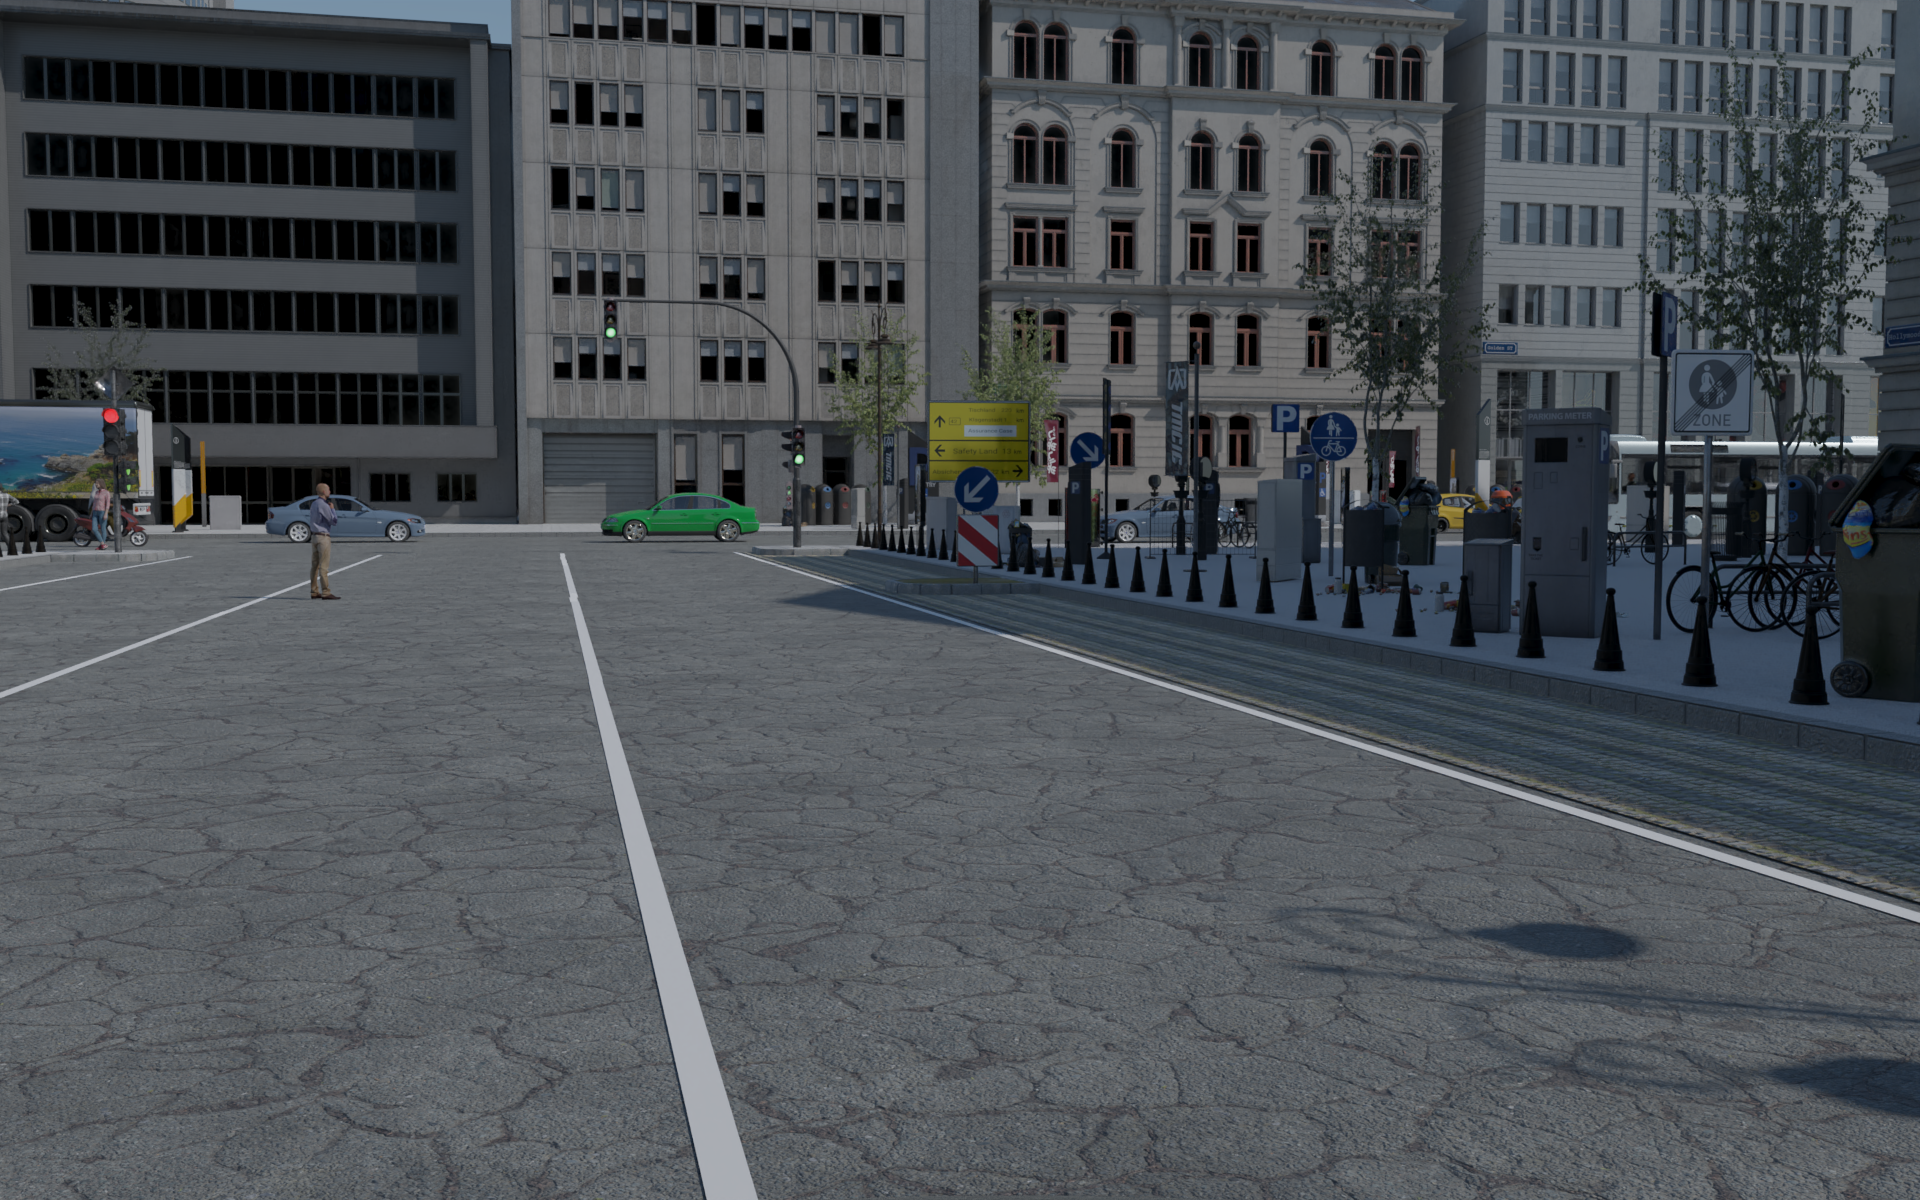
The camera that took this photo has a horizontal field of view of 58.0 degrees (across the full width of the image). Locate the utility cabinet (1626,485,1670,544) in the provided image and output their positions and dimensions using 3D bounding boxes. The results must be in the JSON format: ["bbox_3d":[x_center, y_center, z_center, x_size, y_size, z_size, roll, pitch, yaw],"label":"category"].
[{"bbox_3d":[17.690,-2.193,44.539,0.318,1.500,1.173,-1,4,-23],"label":"utility cabinet"}]

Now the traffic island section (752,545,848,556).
[{"bbox_3d":[-3.893,-1.179,41.555,2.009,0.180,2.903,-1,4,-13],"label":"traffic island section"}]

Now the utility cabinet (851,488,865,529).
[{"bbox_3d":[-3.723,-3.327,63.067,0.318,1.500,1.173,-1,4,-14],"label":"utility cabinet"}]

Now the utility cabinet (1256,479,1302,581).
[{"bbox_3d":[4.715,-1.035,25.604,0.318,1.500,1.173,2,4,29],"label":"utility cabinet"}]

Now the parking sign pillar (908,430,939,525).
[{"bbox_3d":[-1.523,-5.117,72.135,1.447,3.967,1.447,0,4,-1],"label":"parking sign pillar"}]

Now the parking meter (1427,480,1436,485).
[{"bbox_3d":[20.009,-4.152,73.600,0.255,1.863,0.399,0,4,-8],"label":"parking meter"}]

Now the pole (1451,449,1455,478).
[{"bbox_3d":[22.356,-5.185,78.626,0.158,3.312,0.155,0,3,0],"label":"pole"}]

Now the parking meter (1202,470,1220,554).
[{"bbox_3d":[5.320,-1.902,36.808,0.399,1.863,0.255,1,4,15],"label":"parking meter"}]

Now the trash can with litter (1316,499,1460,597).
[{"bbox_3d":[5.625,-0.692,22.372,2.233,1.210,1.678,0,4,2],"label":"trash can with litter"}]

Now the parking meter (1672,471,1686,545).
[{"bbox_3d":[17.925,-2.292,43.179,0.255,1.863,0.399,2,4,30],"label":"parking meter"}]

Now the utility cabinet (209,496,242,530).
[{"bbox_3d":[-26.349,-3.118,62.141,1.020,1.237,0.306,-1,4,-13],"label":"utility cabinet"}]

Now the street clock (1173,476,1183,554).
[{"bbox_3d":[4.650,-1.948,36.415,0.358,2.002,0.471,0,4,-1],"label":"street clock"}]

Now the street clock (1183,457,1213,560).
[{"bbox_3d":[4.657,-1.771,33.522,0.358,2.002,0.471,3,5,42],"label":"street clock"}]

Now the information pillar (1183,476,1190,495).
[{"bbox_3d":[9.226,-4.069,71.012,0.304,2.012,0.304,-3,4,-38],"label":"information pillar"}]

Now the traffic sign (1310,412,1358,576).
[{"bbox_3d":[5.789,-1.642,26.955,0.768,2.556,0.104,0,4,-7],"label":"traffic sign"}]

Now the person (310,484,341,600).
[{"bbox_3d":[-8.662,-0.795,23.567,0.319,1.574,0.516,-3,5,-40],"label":"person"}]

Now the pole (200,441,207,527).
[{"bbox_3d":[-29.378,-4.489,67.240,0.158,3.312,0.155,0,3,0],"label":"pole"}]

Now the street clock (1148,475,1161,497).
[{"bbox_3d":[7.214,-3.647,64.204,0.471,2.002,0.358,-3,4,-38],"label":"street clock"}]

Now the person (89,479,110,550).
[{"bbox_3d":[-21.930,-2.179,44.132,0.555,1.821,0.388,0,4,8],"label":"person"}]

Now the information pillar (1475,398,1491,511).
[{"bbox_3d":[12.773,-3.116,42.298,0.504,3.616,0.183,-3,4,-38],"label":"information pillar"}]

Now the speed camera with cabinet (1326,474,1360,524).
[{"bbox_3d":[16.013,-4.858,73.771,2.038,3.252,0.660,3,5,40],"label":"speed camera with cabinet"}]

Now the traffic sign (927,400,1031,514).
[{"bbox_3d":[0.411,-2.686,37.791,2.265,3.308,0.079,0,4,-8],"label":"traffic sign"}]

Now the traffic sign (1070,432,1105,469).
[{"bbox_3d":[2.625,-2.174,35.646,0.768,2.556,0.104,0,4,-8],"label":"traffic sign"}]

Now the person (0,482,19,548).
[{"bbox_3d":[-23.099,-1.984,41.659,0.376,1.734,0.841,2,4,31],"label":"person"}]

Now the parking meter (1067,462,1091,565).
[{"bbox_3d":[2.175,-1.582,31.576,0.255,1.863,0.399,-3,5,-45],"label":"parking meter"}]

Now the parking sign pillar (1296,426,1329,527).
[{"bbox_3d":[13.827,-4.881,68.271,1.447,3.967,1.447,-2,4,-34],"label":"parking sign pillar"}]

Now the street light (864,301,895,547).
[{"bbox_3d":[-1.933,-4.205,41.536,0.468,5.910,1.993,-1,4,-13],"label":"street light"}]

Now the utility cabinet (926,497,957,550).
[{"bbox_3d":[-0.418,-1.764,39.999,0.306,1.237,1.020,-2,4,-29],"label":"utility cabinet"}]

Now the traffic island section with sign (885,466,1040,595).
[{"bbox_3d":[-0.041,-1.027,25.417,1.989,1.847,2.006,-1,4,-13],"label":"traffic island section with sign"}]

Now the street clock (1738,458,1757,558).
[{"bbox_3d":[15.829,-1.851,34.830,0.358,2.002,0.471,3,4,38],"label":"street clock"}]

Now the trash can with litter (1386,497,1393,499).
[{"bbox_3d":[19.686,-4.092,78.285,0.624,1.170,1.055,-2,4,-35],"label":"trash can with litter"}]

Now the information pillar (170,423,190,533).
[{"bbox_3d":[-25.999,-4.052,57.602,0.183,3.616,0.504,2,4,24],"label":"information pillar"}]

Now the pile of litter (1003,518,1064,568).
[{"bbox_3d":[1.296,-1.034,30.873,1.176,0.858,1.719,0,4,-1],"label":"pile of litter"}]

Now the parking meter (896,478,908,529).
[{"bbox_3d":[-2.118,-3.548,63.720,0.399,1.863,0.255,3,4,36],"label":"parking meter"}]

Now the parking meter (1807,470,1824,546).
[{"bbox_3d":[21.119,-2.268,42.792,0.399,1.863,0.255,-3,4,-36],"label":"parking meter"}]

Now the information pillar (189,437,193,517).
[{"bbox_3d":[-26.813,-4.189,59.840,0.504,3.616,0.183,0,4,-5],"label":"information pillar"}]

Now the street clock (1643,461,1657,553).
[{"bbox_3d":[15.133,-2.039,37.912,0.358,2.002,0.471,3,5,41],"label":"street clock"}]

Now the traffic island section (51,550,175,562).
[{"bbox_3d":[-18.525,-0.966,38.077,2.009,0.180,2.903,-1,4,-13],"label":"traffic island section"}]

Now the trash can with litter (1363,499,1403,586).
[{"bbox_3d":[6.073,-0.804,24.533,0.624,1.170,1.055,0,4,-2],"label":"trash can with litter"}]

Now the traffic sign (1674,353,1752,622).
[{"bbox_3d":[5.333,-0.626,12.367,0.606,2.300,0.079,0,4,-6],"label":"traffic sign"}]

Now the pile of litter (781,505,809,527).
[{"bbox_3d":[-6.604,-3.358,68.871,1.176,0.858,1.719,1,4,8],"label":"pile of litter"}]
